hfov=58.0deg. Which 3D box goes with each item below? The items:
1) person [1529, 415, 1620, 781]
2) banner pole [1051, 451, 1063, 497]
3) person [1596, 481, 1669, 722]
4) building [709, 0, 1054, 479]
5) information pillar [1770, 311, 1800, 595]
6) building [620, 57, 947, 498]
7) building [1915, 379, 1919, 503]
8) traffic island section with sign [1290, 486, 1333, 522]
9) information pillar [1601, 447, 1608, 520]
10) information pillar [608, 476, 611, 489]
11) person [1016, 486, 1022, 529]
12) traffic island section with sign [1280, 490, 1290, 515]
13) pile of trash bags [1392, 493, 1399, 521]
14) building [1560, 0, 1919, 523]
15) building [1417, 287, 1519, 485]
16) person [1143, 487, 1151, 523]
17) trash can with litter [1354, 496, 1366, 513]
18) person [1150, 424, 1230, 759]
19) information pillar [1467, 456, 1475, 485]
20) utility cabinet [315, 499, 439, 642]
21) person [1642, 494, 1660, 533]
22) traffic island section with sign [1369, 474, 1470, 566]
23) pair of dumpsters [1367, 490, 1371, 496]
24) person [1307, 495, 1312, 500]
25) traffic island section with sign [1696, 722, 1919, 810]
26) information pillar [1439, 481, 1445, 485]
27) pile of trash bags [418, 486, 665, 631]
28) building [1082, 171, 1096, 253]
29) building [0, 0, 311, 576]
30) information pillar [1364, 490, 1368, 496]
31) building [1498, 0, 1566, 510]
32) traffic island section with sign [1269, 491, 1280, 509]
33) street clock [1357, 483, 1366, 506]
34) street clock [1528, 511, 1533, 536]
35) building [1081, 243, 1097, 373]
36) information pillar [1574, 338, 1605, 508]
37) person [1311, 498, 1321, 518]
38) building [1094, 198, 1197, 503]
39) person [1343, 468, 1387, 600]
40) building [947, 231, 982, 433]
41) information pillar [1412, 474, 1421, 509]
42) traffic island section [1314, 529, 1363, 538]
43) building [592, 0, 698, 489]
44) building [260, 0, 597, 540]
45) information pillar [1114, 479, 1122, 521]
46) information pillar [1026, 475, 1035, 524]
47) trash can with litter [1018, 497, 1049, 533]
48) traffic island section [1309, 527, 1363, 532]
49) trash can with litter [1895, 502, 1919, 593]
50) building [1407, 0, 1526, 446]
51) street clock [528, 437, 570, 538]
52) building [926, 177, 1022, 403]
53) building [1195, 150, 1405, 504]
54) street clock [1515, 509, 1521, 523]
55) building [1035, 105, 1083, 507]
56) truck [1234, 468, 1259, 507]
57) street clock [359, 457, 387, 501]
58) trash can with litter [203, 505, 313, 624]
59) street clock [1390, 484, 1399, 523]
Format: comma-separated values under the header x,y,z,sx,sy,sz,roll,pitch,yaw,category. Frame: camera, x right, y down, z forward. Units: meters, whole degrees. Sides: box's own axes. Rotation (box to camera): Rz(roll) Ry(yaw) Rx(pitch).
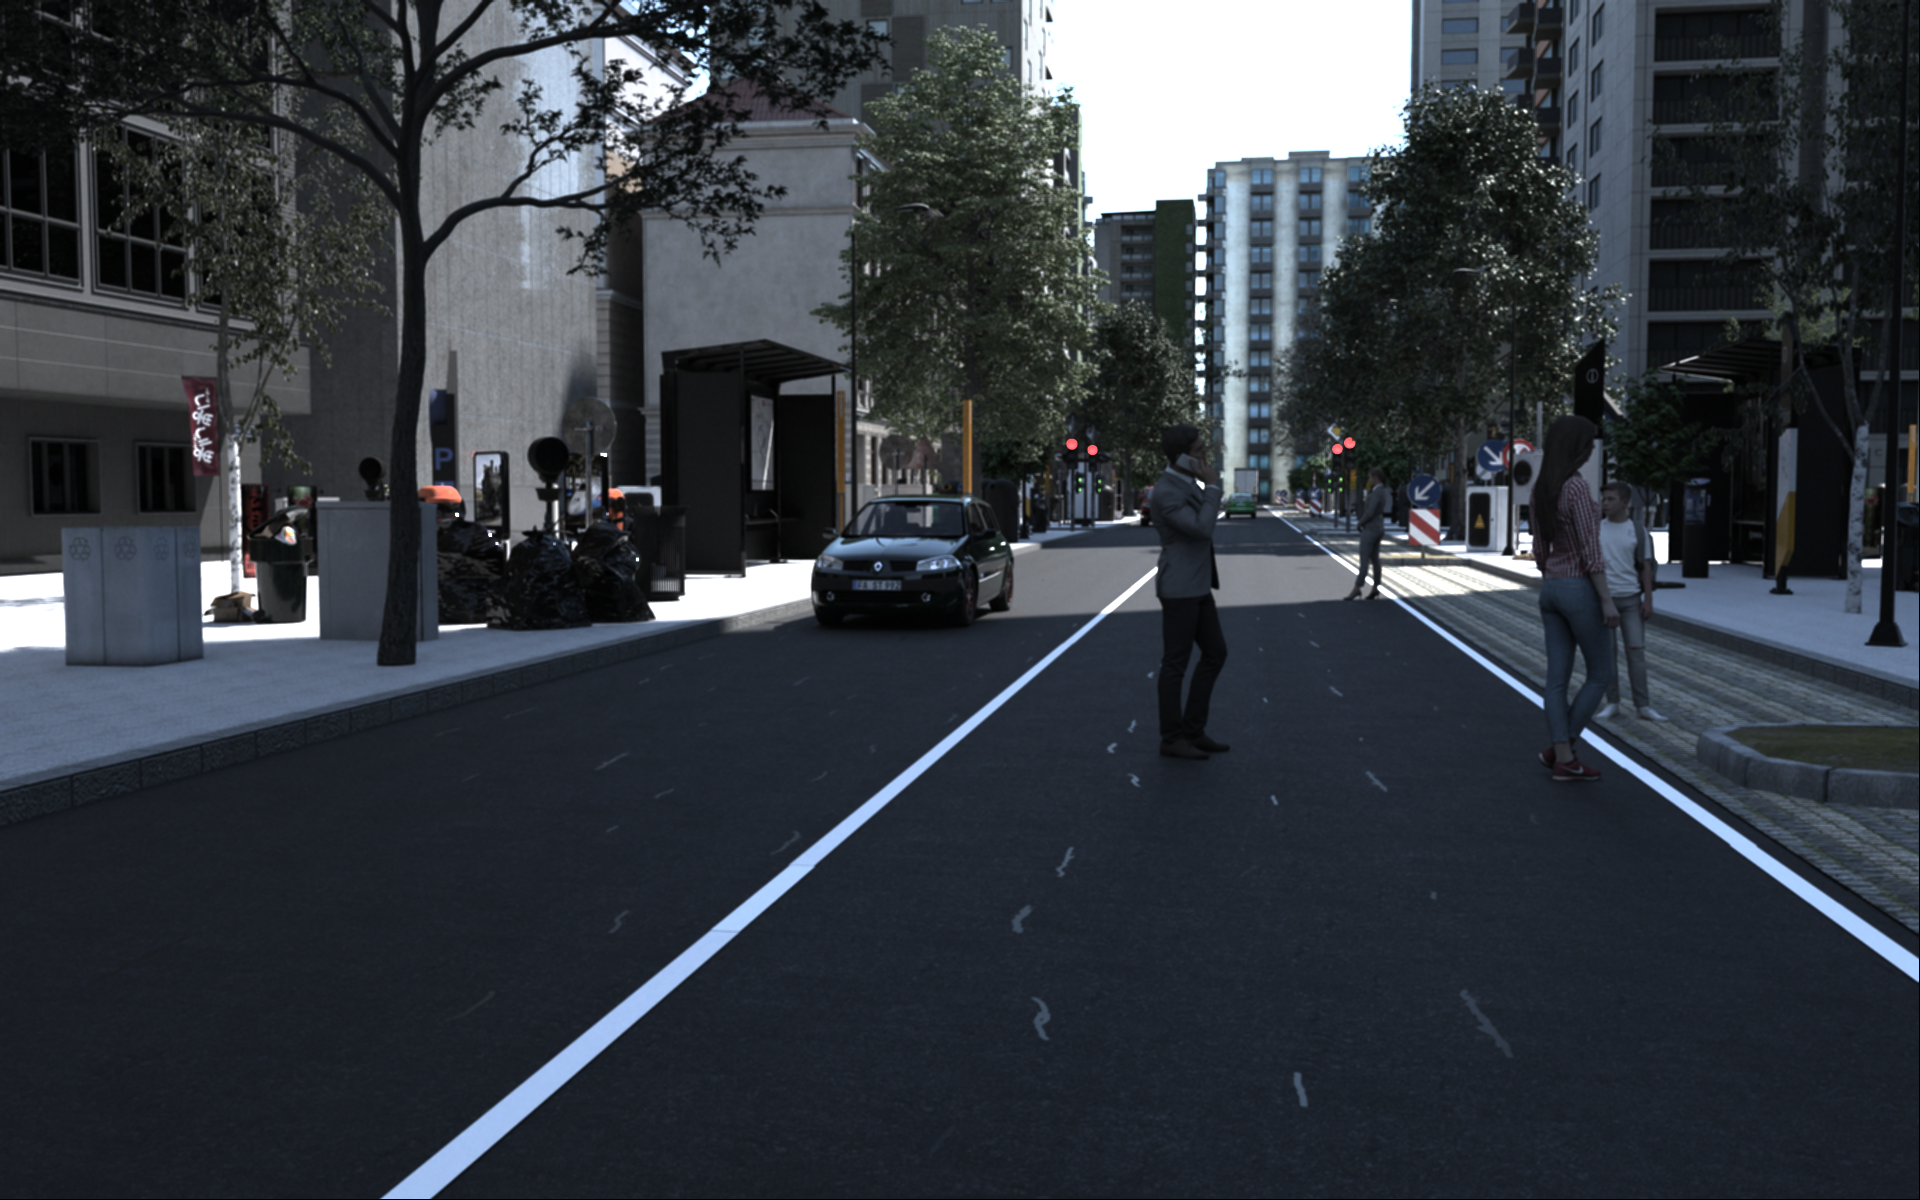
x,y,z,sx,sy,sz,roll,pitch,yaw,category
3.077,-0.008,8.646,0.388,1.821,0.555,-2,4,-25,person
4.921,-6.047,88.887,0.863,3.779,0.401,2,4,34,banner pole
4.210,0.007,10.982,0.503,1.515,0.523,0,4,-8,person
-6.008,-34.808,158.346,28.713,52.752,27.495,1,4,9,building
10.535,-1.878,22.055,0.183,3.616,0.504,1,4,9,information pillar
-8.345,-15.550,90.397,11.583,22.565,21.152,1,4,9,building
33.203,-43.577,25.160,22.319,86.520,31.000,1,4,9,building
18.343,-4.982,90.075,1.989,1.847,2.006,1,4,9,traffic island section with sign
9.992,-1.393,27.274,0.304,2.012,0.304,3,5,39,information pillar
-14.579,-4.104,71.588,0.304,2.012,0.304,0,4,-3,information pillar
2.103,-3.410,64.795,0.519,1.759,0.362,3,5,42,person
22.755,-6.608,116.668,1.989,1.847,2.006,1,4,9,traffic island section with sign
21.602,-4.479,82.979,1.912,1.369,3.447,-1,4,-12,pile of trash bags
41.005,-39.318,81.095,20.611,71.187,20.563,1,4,9,building
56.972,-19.113,157.529,27.650,21.520,28.899,1,4,9,building
9.326,-4.730,86.005,0.590,1.801,0.661,0,4,-2,person
27.770,-6.653,120.157,0.624,1.170,1.055,-3,5,-43,trash can with litter
1.265,-0.047,9.448,0.473,1.802,0.592,2,4,31,person
31.377,-7.038,106.423,0.183,3.616,0.504,-3,5,-40,information pillar
-5.128,-0.251,15.269,1.020,1.237,0.306,1,4,13,utility cabinet
23.636,-3.101,59.395,0.606,1.804,0.583,1,4,11,person
9.254,-1.627,35.230,1.989,1.847,2.006,1,4,9,traffic island section with sign
27.478,-6.756,112.957,1.574,2.255,4.437,1,4,10,pair of dumpsters
44.530,-12.943,220.651,0.750,1.759,0.617,1,4,12,person
4.852,0.000,8.635,1.989,1.847,2.006,1,4,9,traffic island section with sign
26.587,-5.584,95.792,0.304,2.012,0.304,-3,5,-41,information pillar
-4.712,-0.498,17.891,3.447,1.369,1.912,3,5,44,pile of trash bags
4.406,-38.592,250.589,30.456,49.044,23.786,1,4,9,building
-21.103,-14.009,22.547,14.314,27.812,24.014,1,4,9,building
32.554,-9.044,139.228,0.504,3.616,0.183,-1,4,-19,information pillar
47.361,-27.965,111.848,22.147,44.769,28.867,1,4,9,building
30.953,-9.637,166.198,1.989,1.847,2.006,1,4,9,traffic island section with sign
21.160,-5.305,91.312,0.358,2.002,0.471,-1,4,-22,street clock
17.681,-2.993,53.502,0.471,2.002,0.358,1,4,20,street clock
8.649,-26.291,201.561,14.107,30.474,14.160,1,4,9,building
9.558,-2.140,26.343,0.183,3.616,0.504,-2,4,-32,information pillar
19.367,-5.266,94.376,0.755,1.850,0.659,3,4,36,person
25.883,-34.191,242.610,14.086,41.232,14.154,1,4,9,building
5.506,-0.903,23.536,0.573,1.790,0.520,1,4,10,person
-5.845,-16.833,111.384,11.583,22.565,21.152,1,4,9,building
16.951,-3.660,64.325,0.304,2.012,0.304,2,4,27,information pillar
13.004,-2.180,57.930,2.009,0.180,2.903,1,4,9,traffic island section
-25.159,-18.568,89.495,20.117,28.700,13.634,1,4,9,building
-21.345,-13.921,45.630,19.932,24.808,12.078,1,4,9,building
7.687,-4.871,84.140,0.304,2.012,0.304,-1,4,-12,information pillar
2.878,-4.976,72.719,0.504,3.616,0.183,2,4,27,information pillar
2.382,-2.801,57.186,1.055,1.170,0.624,1,4,21,trash can with litter
14.309,-2.662,65.808,2.009,0.180,2.903,1,4,9,traffic island section
12.667,-0.695,22.751,0.624,1.170,1.055,0,4,-8,trash can with litter
58.644,-39.328,185.013,21.231,58.520,28.212,1,4,9,building
-5.223,-1.068,22.035,0.471,2.002,0.358,-2,4,-35,street clock
-2.434,-18.367,129.977,12.332,23.373,15.834,1,4,9,building
48.704,-38.181,243.869,30.456,49.044,23.786,1,4,9,building
25.136,-4.493,78.024,0.358,2.002,0.471,-3,4,-38,street clock
4.923,-30.234,177.926,14.154,41.232,14.086,1,4,9,building
31.892,-12.479,192.947,2.839,4.237,11.283,1,4,10,truck
-11.591,-1.814,34.229,0.471,2.002,0.358,0,4,7,street clock
-7.014,-0.359,17.259,1.055,1.170,0.624,0,4,5,trash can with litter
18.957,-4.344,75.598,0.358,2.002,0.471,3,4,37,street clock
